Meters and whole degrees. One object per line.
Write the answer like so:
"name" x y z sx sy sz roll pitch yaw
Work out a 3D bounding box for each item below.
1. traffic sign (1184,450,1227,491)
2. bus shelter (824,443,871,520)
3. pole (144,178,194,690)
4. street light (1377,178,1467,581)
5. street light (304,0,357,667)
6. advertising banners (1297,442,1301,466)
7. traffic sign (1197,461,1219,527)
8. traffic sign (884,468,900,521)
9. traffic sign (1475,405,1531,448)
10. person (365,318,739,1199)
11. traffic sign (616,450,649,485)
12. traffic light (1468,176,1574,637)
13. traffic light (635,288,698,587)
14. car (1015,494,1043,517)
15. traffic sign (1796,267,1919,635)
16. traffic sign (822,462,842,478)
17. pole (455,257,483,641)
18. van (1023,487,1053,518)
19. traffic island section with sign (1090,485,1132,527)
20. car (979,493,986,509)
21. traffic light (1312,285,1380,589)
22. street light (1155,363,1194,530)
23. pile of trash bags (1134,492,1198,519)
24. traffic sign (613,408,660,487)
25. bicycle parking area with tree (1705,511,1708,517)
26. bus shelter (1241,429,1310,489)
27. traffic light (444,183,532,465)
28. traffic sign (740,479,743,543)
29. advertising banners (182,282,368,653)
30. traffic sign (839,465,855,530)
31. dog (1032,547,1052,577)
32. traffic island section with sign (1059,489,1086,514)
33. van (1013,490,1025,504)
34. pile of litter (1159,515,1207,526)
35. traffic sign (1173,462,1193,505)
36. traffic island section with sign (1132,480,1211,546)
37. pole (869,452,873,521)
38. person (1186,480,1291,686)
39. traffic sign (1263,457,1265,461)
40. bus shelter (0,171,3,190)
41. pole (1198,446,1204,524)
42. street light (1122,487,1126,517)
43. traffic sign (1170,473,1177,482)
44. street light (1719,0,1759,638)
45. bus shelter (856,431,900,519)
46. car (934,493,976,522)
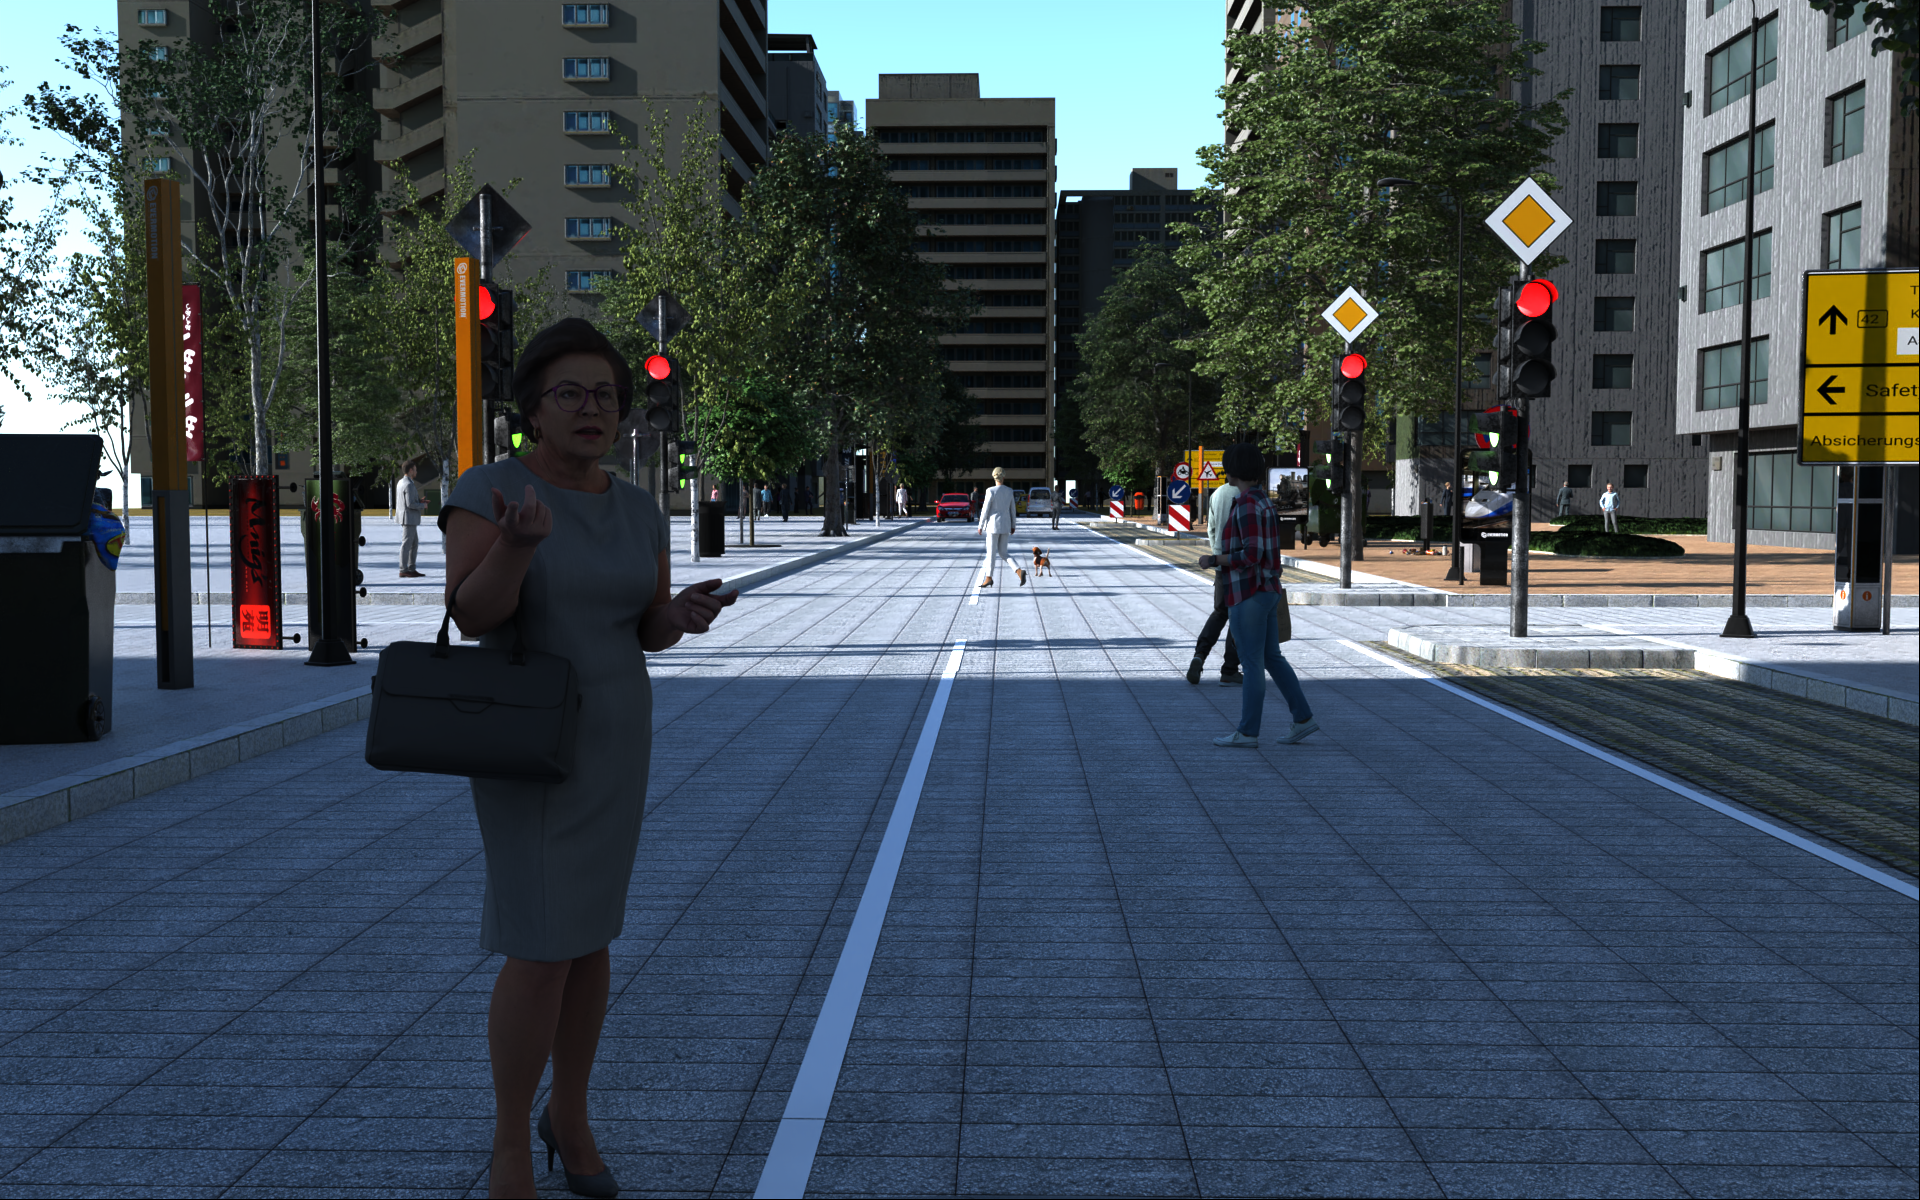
"traffic sign" 11.445 -5.256 79.802 2.265 3.308 0.079 0 4 7
"bus shelter" -5.397 -5.637 83.454 1.731 3.624 6.357 0 4 2
"pole" -5.184 -1.071 11.348 0.158 3.312 0.155 0 3 0
"street light" 6.826 -3.245 25.598 1.470 5.913 1.316 0 4 2
"street light" -4.200 -2.465 12.839 1.470 5.913 1.316 0 4 2
"advertising banners" 11.480 -3.781 58.005 0.090 3.025 2.074 0 4 1
"traffic sign" 9.622 -4.111 67.220 0.884 2.594 0.081 1 4 11
"traffic sign" -3.277 -5.115 83.732 0.768 2.556 0.104 0 4 5
"traffic sign" 7.735 -1.509 24.771 0.768 2.556 0.104 1 4 9
"person" -0.805 0.333 3.408 0.716 1.782 0.532 -3 5 -44
"traffic sign" -7.331 -2.362 38.718 0.768 2.556 0.104 1 4 9
"traffic light" 5.006 -1.624 15.466 0.839 4.253 0.868 0 4 2
"traffic light" -4.032 -2.126 23.687 0.839 4.253 0.868 0 4 2
"car" 4.383 -6.140 110.610 2.015 1.641 3.980 0 3 0
"traffic sign" 8.754 -1.330 15.612 2.265 3.308 0.079 1 4 11
"traffic sign" -4.668 -3.882 63.583 0.768 2.556 0.104 0 4 2
"pole" -4.266 -1.299 15.085 0.158 3.312 0.155 0 3 0
"van" 4.861 -6.014 105.345 2.013 2.044 4.112 0 4 2
"traffic island section with sign" 6.730 -4.129 76.139 1.989 1.847 2.006 0 4 2
"car" 2.261 -8.453 147.247 2.155 1.783 4.494 0 4 3
"traffic light" 5.226 -2.112 23.448 0.839 4.253 0.868 0 4 2
"street light" 7.636 -5.447 61.596 1.470 5.913 1.316 0 4 2
"pile of trash bags" 10.854 -4.979 91.158 3.447 1.369 1.912 1 4 12
"traffic sign" -4.788 -1.563 25.660 0.768 2.556 0.104 0 4 3
"bicycle parking area with tree" 35.959 -5.109 70.534 9.016 4.147 8.231 0 4 2
"bus shelter" 11.360 -4.371 62.756 1.731 3.624 6.357 0 4 2
"traffic light" -4.252 -1.638 15.705 0.839 4.253 0.868 0 4 2
"traffic sign" -5.680 -2.745 44.986 0.768 2.556 0.104 0 4 4
"advertising banners" -5.785 -1.104 14.232 2.074 3.025 0.090 1 4 19
"traffic sign" -4.002 -3.618 61.279 0.606 2.300 0.079 1 4 9
"dog" 1.416 -0.667 30.199 0.540 0.507 0.406 2 4 31
"traffic island section with sign" 8.086 -7.135 125.277 1.989 1.847 2.006 0 4 2
"van" 5.545 -9.760 166.587 2.013 2.044 4.112 0 4 0
"pile of litter" 9.002 -3.475 70.778 1.719 0.858 1.176 2 4 33
"traffic sign" 8.800 -4.175 68.373 0.768 2.556 0.104 0 4 5
"traffic island section with sign" 5.969 -2.450 48.677 1.989 1.847 2.006 0 4 2
"pole" -4.296 -5.499 83.745 0.158 3.312 0.155 0 3 0
"person" 2.086 -0.234 12.812 0.515 1.767 0.782 -2 4 -35
"traffic sign" 8.380 -3.044 49.872 0.768 2.556 0.104 0 4 8
"bus shelter" -7.218 -1.771 6.592 2.179 5.291 8.768 0 4 1
"pole" 10.227 -4.869 73.456 0.158 3.312 0.155 0 3 0
"street light" 8.716 -7.706 98.527 1.470 5.913 1.316 0 4 2
"traffic sign" 12.371 -6.031 98.720 0.768 2.556 0.104 0 4 5
"street light" 6.456 -2.622 15.413 1.470 5.913 1.316 0 4 2
"bus shelter" -4.597 -7.131 94.220 2.179 5.291 8.768 0 4 2
"car" -0.212 -4.911 89.333 2.155 1.783 4.494 0 4 3
